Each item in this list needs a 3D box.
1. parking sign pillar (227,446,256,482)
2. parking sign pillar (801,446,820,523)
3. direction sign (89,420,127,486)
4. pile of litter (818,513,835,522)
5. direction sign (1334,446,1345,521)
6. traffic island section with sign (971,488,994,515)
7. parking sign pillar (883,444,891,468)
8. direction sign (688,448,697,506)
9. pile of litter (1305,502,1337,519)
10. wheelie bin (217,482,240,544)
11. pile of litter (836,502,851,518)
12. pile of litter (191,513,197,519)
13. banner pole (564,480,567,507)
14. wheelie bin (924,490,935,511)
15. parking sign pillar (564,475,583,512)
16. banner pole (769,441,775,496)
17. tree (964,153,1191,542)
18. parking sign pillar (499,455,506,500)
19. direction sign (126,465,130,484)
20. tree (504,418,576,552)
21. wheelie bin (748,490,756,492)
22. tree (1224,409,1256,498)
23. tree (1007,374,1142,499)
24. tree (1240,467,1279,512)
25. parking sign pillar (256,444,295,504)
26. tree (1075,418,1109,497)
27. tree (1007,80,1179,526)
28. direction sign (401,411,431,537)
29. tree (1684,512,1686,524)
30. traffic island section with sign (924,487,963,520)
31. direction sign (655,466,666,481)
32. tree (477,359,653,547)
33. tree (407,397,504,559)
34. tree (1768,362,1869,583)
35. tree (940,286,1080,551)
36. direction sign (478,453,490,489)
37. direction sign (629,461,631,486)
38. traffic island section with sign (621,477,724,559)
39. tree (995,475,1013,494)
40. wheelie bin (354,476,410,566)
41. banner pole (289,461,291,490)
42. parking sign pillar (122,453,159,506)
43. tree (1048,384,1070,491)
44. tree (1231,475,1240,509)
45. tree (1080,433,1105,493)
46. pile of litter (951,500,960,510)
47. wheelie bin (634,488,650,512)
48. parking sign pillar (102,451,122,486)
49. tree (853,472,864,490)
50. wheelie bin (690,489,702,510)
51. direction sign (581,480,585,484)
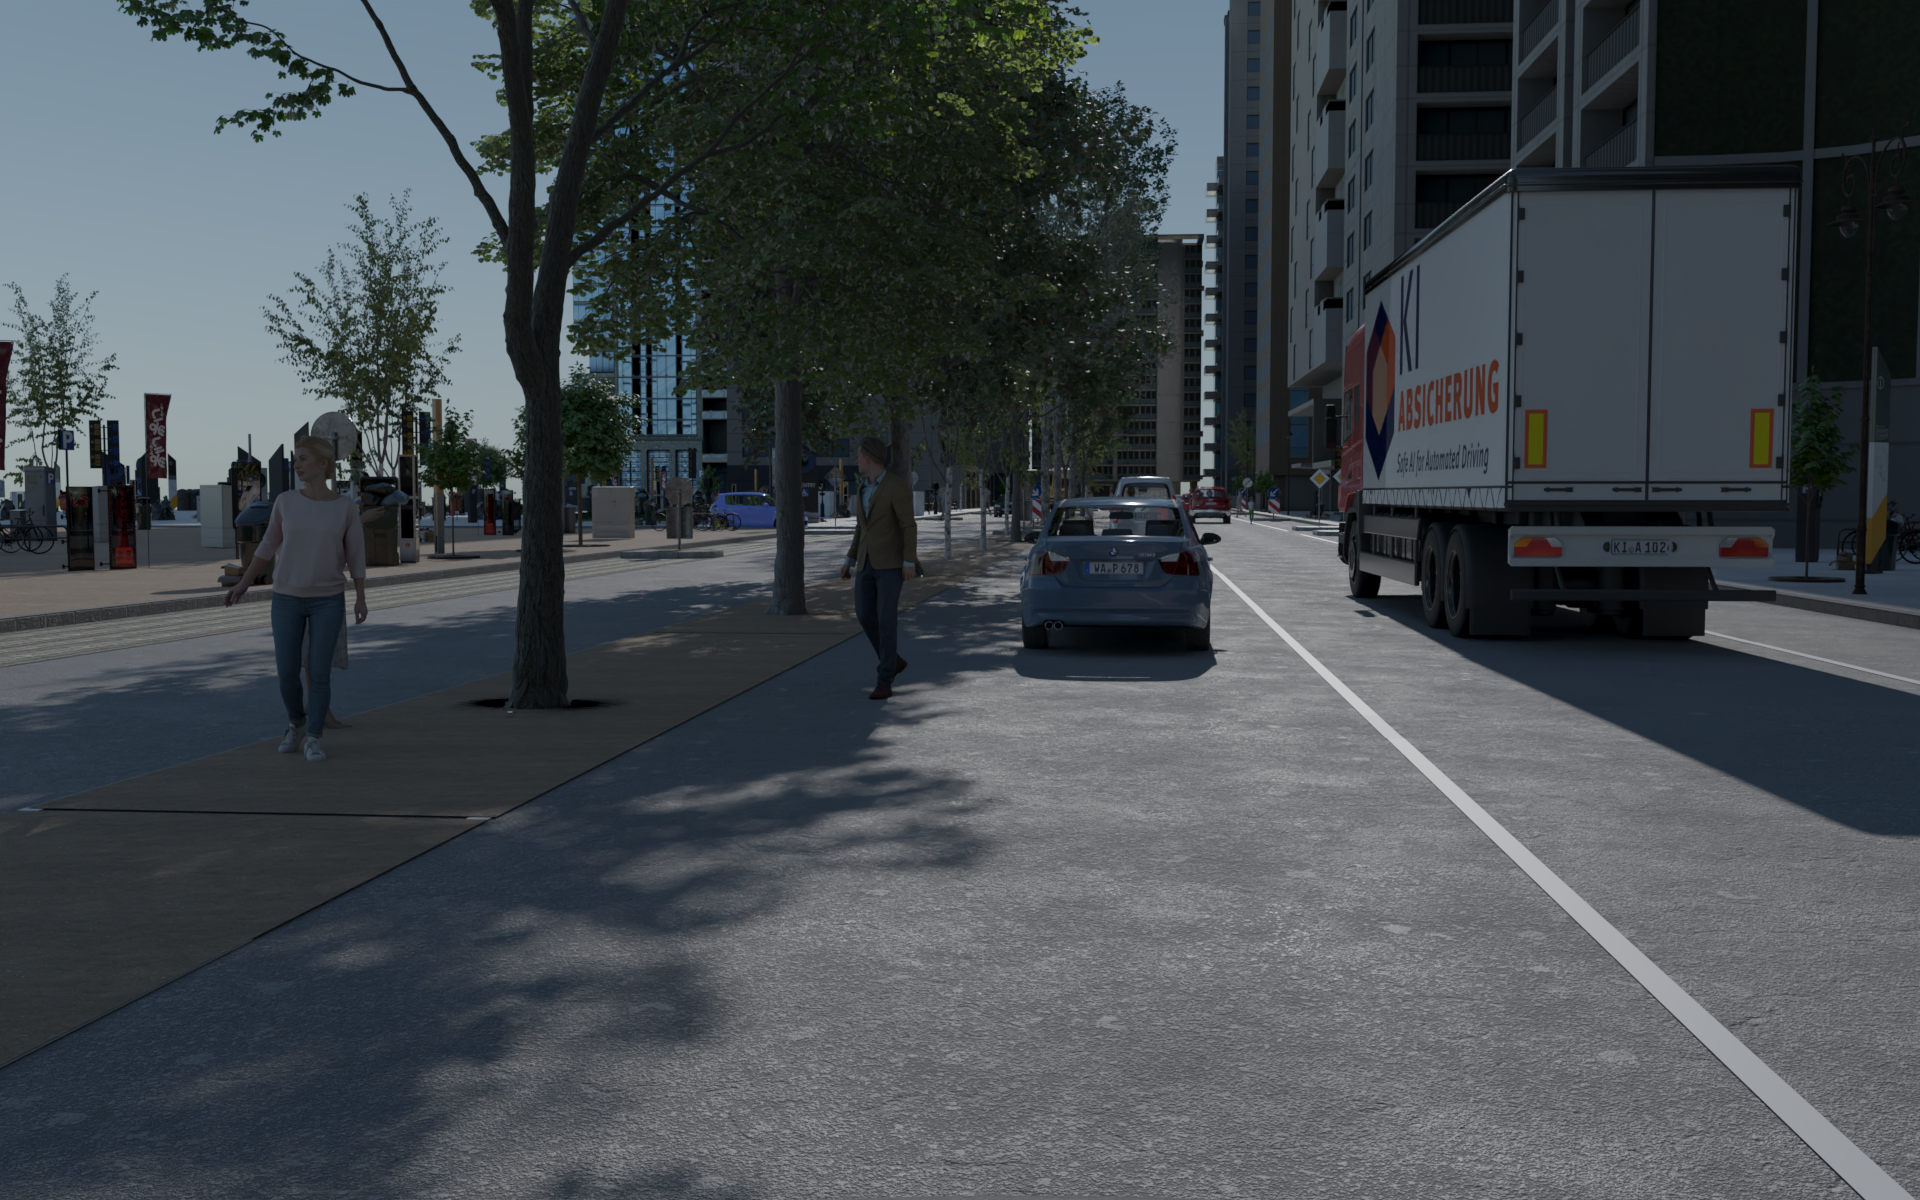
[{"bbox_3d":[-39.924,-6.653,97.242,1.447,3.967,1.447,0,4,3],"label":"parking sign pillar"},{"bbox_3d":[-6.924,-5.373,76.326,1.447,3.967,1.447,-2,4,-28],"label":"parking sign pillar"},{"bbox_3d":[-26.171,-3.734,53.041,0.876,3.537,0.379,0,4,-5],"label":"direction sign"},{"bbox_3d":[-6.866,-3.998,79.333,1.719,0.858,1.176,3,5,41],"label":"pile of litter"},{"bbox_3d":[18.129,-5.501,81.943,0.876,3.537,0.379,-1,4,-10],"label":"direction sign"},{"bbox_3d":[1.821,-6.904,121.503,1.989,1.847,2.006,0,4,6],"label":"traffic island section with sign"},{"bbox_3d":[-4.113,-6.181,89.527,1.447,3.967,1.447,-1,4,-18],"label":"parking sign pillar"},{"bbox_3d":[-13.140,-5.696,85.121,0.379,3.537,0.876,1,4,16],"label":"direction sign"},{"bbox_3d":[18.853,-4.693,90.688,1.719,0.858,1.176,2,4,33],"label":"pile of litter"},{"bbox_3d":[-18.749,-2.249,44.672,0.980,1.594,0.693,-2,4,-30],"label":"wheelie bin"},{"bbox_3d":[-6.440,-4.780,92.123,1.176,0.858,1.719,3,4,36],"label":"pile of litter"},{"bbox_3d":[-40.012,-4.734,91.371,1.176,0.858,1.719,0,4,-5],"label":"pile of litter"},{"bbox_3d":[-32.474,-9.258,141.382,0.401,3.779,0.863,3,5,41],"label":"banner pole"},{"bbox_3d":[-2.346,-7.696,133.742,0.980,1.594,0.693,1,4,16],"label":"wheelie bin"},{"bbox_3d":[-27.984,-8.359,125.149,1.447,3.967,1.447,2,4,30],"label":"parking sign pillar"},{"bbox_3d":[-8.865,-5.639,82.217,0.401,3.779,0.863,-3,5,-44],"label":"banner pole"},{"bbox_3d":[1.682,-8.455,51.070,12.009,13.543,11.850,0,3,0],"label":"tree"},{"bbox_3d":[-31.313,-7.956,118.551,1.447,3.967,1.447,-1,4,-12],"label":"parking sign pillar"},{"bbox_3d":[-65.800,-8.845,136.618,0.379,3.537,0.876,1,4,18],"label":"direction sign"},{"bbox_3d":[-9.223,-2.671,38.267,1.663,3.219,1.824,0,3,0],"label":"tree"},{"bbox_3d":[-16.761,-8.041,139.376,0.980,1.594,0.693,-2,4,-32],"label":"wheelie bin"},{"bbox_3d":[24.469,-12.038,147.186,4.737,8.622,4.395,0,3,0],"label":"tree"},{"bbox_3d":[6.126,-9.863,98.137,8.767,10.594,7.601,0,4,6],"label":"tree"},{"bbox_3d":[22.087,-8.136,127.625,1.663,3.219,1.824,0,3,0],"label":"tree"},{"bbox_3d":[-36.634,-6.404,93.171,1.447,3.967,1.447,3,4,37],"label":"parking sign pillar"},{"bbox_3d":[9.229,-10.655,127.023,4.360,8.622,3.978,0,3,0],"label":"tree"},{"bbox_3d":[2.539,-13.242,74.852,12.611,20.169,13.585,0,3,0],"label":"tree"},{"bbox_3d":[-14.873,-3.392,47.457,0.379,3.537,0.876,3,5,41],"label":"direction sign"},{"bbox_3d":[13.198,-2.260,31.560,1.663,3.219,1.824,0,3,0],"label":"tree"},{"bbox_3d":[-0.853,-5.262,94.661,1.989,1.847,2.006,0,4,6],"label":"traffic island section with sign"},{"bbox_3d":[-23.841,-8.935,138.077,0.876,3.537,0.379,-1,4,-12],"label":"direction sign"},{"bbox_3d":[-9.228,-3.589,42.398,4.285,4.588,4.351,0,3,0],"label":"tree"},{"bbox_3d":[-10.180,-2.450,34.654,1.663,3.219,1.824,0,3,0],"label":"tree"},{"bbox_3d":[12.606,-1.888,25.469,1.663,3.219,1.824,0,3,0],"label":"tree"},{"bbox_3d":[0.599,-5.505,42.828,4.737,8.622,4.395,0,3,0],"label":"tree"},{"bbox_3d":[-26.064,-6.282,94.706,0.876,3.537,0.379,1,4,19],"label":"direction sign"},{"bbox_3d":[-22.333,-7.672,117.438,0.379,3.537,0.876,0,4,-5],"label":"direction sign"},{"bbox_3d":[-6.421,-1.862,39.077,1.989,1.847,2.006,0,4,6],"label":"traffic island section with sign"},{"bbox_3d":[4.203,-10.800,171.174,1.663,3.219,1.824,0,3,0],"label":"tree"},{"bbox_3d":[-10.325,-1.407,30.915,0.980,1.594,0.693,-1,4,-20],"label":"wheelie bin"},{"bbox_3d":[-44.942,-7.681,115.595,0.863,3.779,0.401,0,4,2],"label":"banner pole"},{"bbox_3d":[-42.238,-6.207,89.949,1.447,3.967,1.447,1,4,12],"label":"parking sign pillar"},{"bbox_3d":[1.618,-6.527,59.536,4.360,8.622,3.978,0,3,0],"label":"tree"},{"bbox_3d":[24.505,-9.558,150.875,1.663,3.219,1.824,0,3,0],"label":"tree"},{"bbox_3d":[9.360,-10.958,131.986,4.737,8.622,4.395,0,3,0],"label":"tree"},{"bbox_3d":[-0.634,-7.719,140.168,1.176,0.858,1.719,0,4,-4],"label":"pile of litter"},{"bbox_3d":[-16.817,-5.107,91.399,0.693,1.594,0.980,-3,5,-42],"label":"wheelie bin"},{"bbox_3d":[-52.964,-7.339,108.460,1.447,3.967,1.447,-3,4,-38],"label":"parking sign pillar"},{"bbox_3d":[-4.517,-5.636,86.748,1.663,3.219,1.824,0,3,0],"label":"tree"},{"bbox_3d":[-15.350,-5.680,100.777,0.693,1.594,0.980,-2,4,-28],"label":"wheelie bin"},{"bbox_3d":[-29.154,-8.615,132.849,0.876,3.537,0.379,-3,5,-40],"label":"direction sign"}]
